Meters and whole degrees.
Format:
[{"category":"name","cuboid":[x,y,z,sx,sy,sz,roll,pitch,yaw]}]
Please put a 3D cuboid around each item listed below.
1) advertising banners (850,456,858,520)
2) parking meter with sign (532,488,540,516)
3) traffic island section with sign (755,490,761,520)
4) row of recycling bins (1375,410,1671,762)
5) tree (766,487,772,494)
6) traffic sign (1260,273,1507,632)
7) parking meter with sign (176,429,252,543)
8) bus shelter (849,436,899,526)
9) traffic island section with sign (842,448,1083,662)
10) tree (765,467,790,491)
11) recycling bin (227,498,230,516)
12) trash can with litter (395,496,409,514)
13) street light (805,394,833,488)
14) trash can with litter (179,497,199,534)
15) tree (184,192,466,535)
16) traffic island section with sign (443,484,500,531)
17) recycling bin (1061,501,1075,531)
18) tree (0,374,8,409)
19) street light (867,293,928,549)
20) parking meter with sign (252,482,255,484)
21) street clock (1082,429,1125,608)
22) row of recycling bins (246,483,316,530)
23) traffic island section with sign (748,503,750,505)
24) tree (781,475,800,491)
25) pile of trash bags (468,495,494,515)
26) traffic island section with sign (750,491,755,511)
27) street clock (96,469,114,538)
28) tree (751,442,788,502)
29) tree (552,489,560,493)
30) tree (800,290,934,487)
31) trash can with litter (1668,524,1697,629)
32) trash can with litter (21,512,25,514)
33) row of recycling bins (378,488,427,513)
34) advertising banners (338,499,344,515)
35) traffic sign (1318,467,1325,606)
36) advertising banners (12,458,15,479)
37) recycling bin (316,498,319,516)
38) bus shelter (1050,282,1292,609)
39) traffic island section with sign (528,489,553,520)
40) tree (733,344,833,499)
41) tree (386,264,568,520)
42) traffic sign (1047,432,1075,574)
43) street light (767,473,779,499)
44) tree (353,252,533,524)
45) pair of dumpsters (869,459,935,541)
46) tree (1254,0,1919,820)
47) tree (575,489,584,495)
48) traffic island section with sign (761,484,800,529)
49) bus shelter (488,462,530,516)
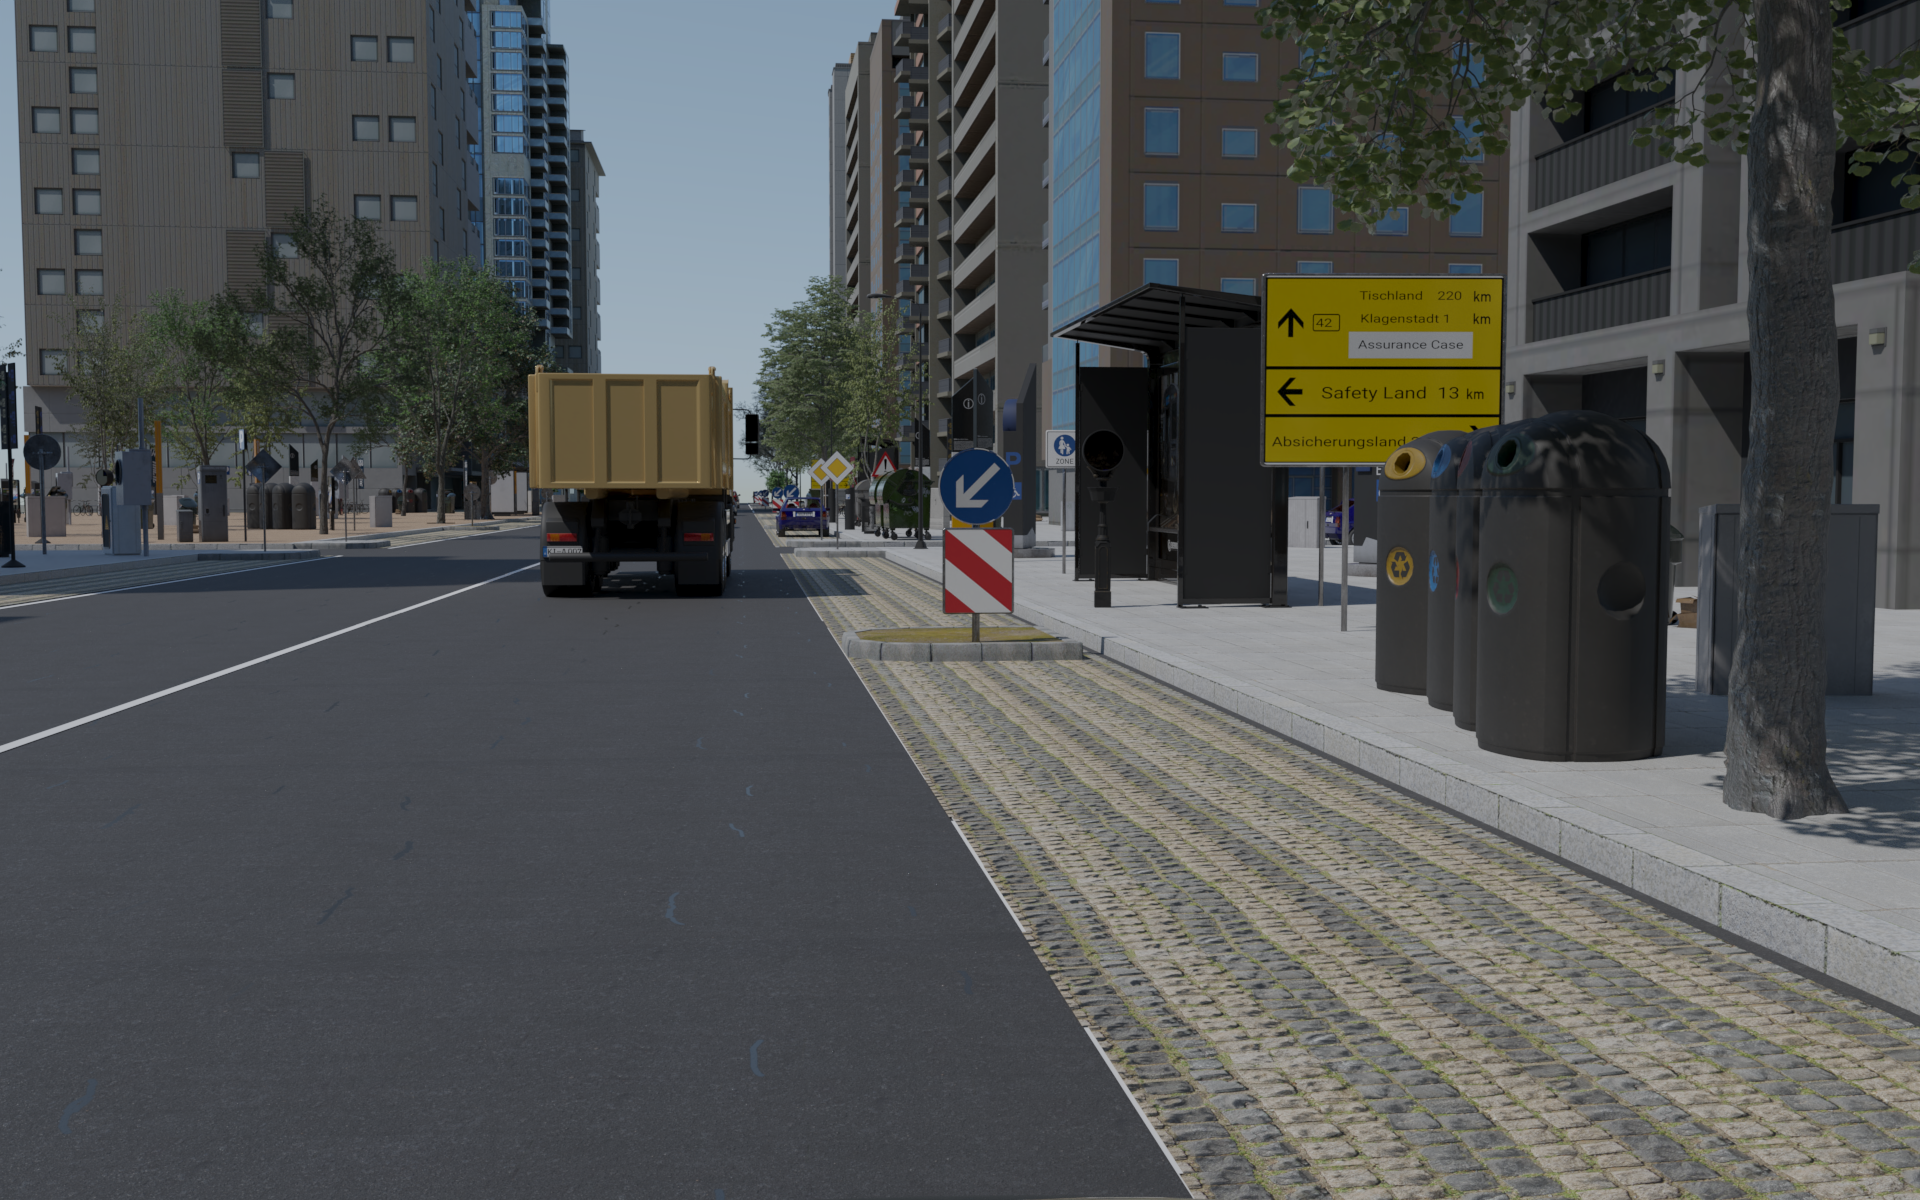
[{"category":"advertising banners","cuboid":[-4.651,-5.129,80.053,0.090,3.025,2.074,-2,4,-26]},{"category":"parking meter with sign","cuboid":[-25.568,-6.607,104.289,0.543,3.016,1.738,-1,4,-12]},{"category":"traffic island section with sign","cuboid":[-10.377,-5.433,97.454,1.989,1.847,2.006,0,4,-7]},{"category":"row of recycling bins","cuboid":[3.153,-0.174,9.964,1.069,1.692,3.534,0,4,3]},{"category":"tree","cuboid":[-27.135,-15.566,249.108,1.663,3.219,1.824,0,3,0]},{"category":"traffic sign","cuboid":[3.908,-1.358,16.069,2.265,3.308,0.079,0,4,-1]},{"category":"parking meter with sign","cuboid":[-20.006,-3.061,46.302,1.738,3.016,0.543,-2,4,-34]},{"category":"bus shelter","cuboid":[-3.641,-5.030,73.517,1.731,3.624,6.357,0,4,-7]},{"category":"traffic island section with sign","cuboid":[-0.053,-0.430,15.654,1.989,1.847,2.006,0,4,-7]},{"category":"tree","cuboid":[-21.783,-13.683,207.435,4.285,4.588,4.351,0,3,0]},{"category":"recycling bin","cuboid":[-43.499,-5.467,101.945,0.722,1.027,0.722,0,4,6]},{"category":"trash can with litter","cuboid":[-35.425,-6.021,109.835,0.624,1.170,1.055,0,4,3]},{"category":"street light","cuboid":[-6.519,-6.609,80.598,1.470,5.913,1.316,0,4,-7]},{"category":"trash can with litter","cuboid":[-25.046,-2.760,56.518,1.055,1.170,0.624,3,5,45]},{"category":"tree","cuboid":[-20.199,-7.338,54.383,8.767,10.594,7.601,0,4,-7]},{"category":"traffic island section with sign","cuboid":[-19.287,-3.659,68.445,1.989,1.847,2.006,0,4,-7]},{"category":"recycling bin","cuboid":[3.900,-2.899,59.956,0.722,1.027,0.722,0,4,-7]},{"category":"tree","cuboid":[-16.660,-2.649,27.025,4.285,4.588,4.351,0,3,0]},{"category":"street light","cuboid":[-1.456,-4.141,40.251,1.470,5.913,1.316,0,4,-7]},{"category":"parking meter with sign","cuboid":[-45.809,-7.085,112.098,0.543,3.016,1.738,-2,4,-23]},{"category":"street clock","cuboid":[1.615,-0.917,19.556,0.471,2.002,0.358,0,4,1]},{"category":"row of recycling bins","cuboid":[-24.772,-3.426,63.132,3.534,1.692,1.069,2,4,34]},{"category":"traffic island section with sign","cuboid":[-20.057,-10.121,174.102,1.989,1.847,2.006,0,4,-7]},{"category":"tree","cuboid":[-19.522,-12.331,196.213,1.663,3.219,1.824,0,3,0]},{"category":"pile of trash bags","cuboid":[-29.961,-6.061,108.850,1.912,1.369,3.447,-1,4,-13]},{"category":"traffic island section with sign","cuboid":[-16.681,-8.485,147.358,1.989,1.847,2.006,0,4,-7]},{"category":"street clock","cuboid":[-25.071,-2.828,50.814,0.471,2.002,0.358,1,4,20]},{"category":"tree","cuboid":[-29.488,-21.257,273.302,9.928,11.665,9.643,0,3,0]},{"category":"tree","cuboid":[-27.383,-7.450,116.410,1.663,3.219,1.824,0,3,0]},{"category":"tree","cuboid":[-3.136,-6.923,63.546,4.737,8.622,4.395,0,3,0]},{"category":"trash can with litter","cuboid":[6.965,-0.335,16.868,0.624,1.170,1.055,-3,5,-41]},{"category":"trash can with litter","cuboid":[-61.439,-6.208,112.554,1.678,1.210,2.233,-3,5,-41]},{"category":"row of recycling bins","cuboid":[-37.684,-6.724,117.044,1.069,1.692,3.534,3,5,39]},{"category":"advertising banners","cuboid":[-37.364,-6.625,104.505,0.090,3.025,2.074,0,4,-4]},{"category":"traffic sign","cuboid":[4.127,-1.078,19.749,0.606,2.300,0.079,0,4,-4]},{"category":"advertising banners","cuboid":[-46.374,-5.381,84.167,0.090,3.025,2.074,0,4,-4]},{"category":"recycling bin","cuboid":[-37.651,-5.374,100.412,0.722,1.027,0.722,1,4,9]},{"category":"bus shelter","cuboid":[2.565,-1.906,22.448,1.731,3.624,6.357,0,4,-7]},{"category":"traffic island section with sign","cuboid":[-22.664,-5.294,95.189,1.989,1.847,2.006,0,4,-7]},{"category":"tree","cuboid":[-13.377,-14.072,140.441,12.009,13.543,11.850,0,3,0]},{"category":"tree","cuboid":[-23.767,-10.384,86.787,9.611,12.733,9.660,0,3,0]},{"category":"traffic sign","cuboid":[1.674,-1.571,27.812,0.606,2.300,0.079,0,4,-5]},{"category":"street light","cuboid":[-21.397,-13.833,198.707,1.470,5.913,1.316,0,4,-7]},{"category":"tree","cuboid":[-22.380,-9.103,74.596,9.928,11.665,9.643,0,3,0]},{"category":"pair of dumpsters","cuboid":[-1.668,-2.892,49.779,1.574,2.255,4.437,0,4,-7]},{"category":"tree","cuboid":[2.955,-5.428,6.868,7.486,12.596,7.792,0,3,0]},{"category":"tree","cuboid":[-30.992,-9.078,143.021,1.663,3.219,1.824,0,3,0]},{"category":"traffic island section with sign","cuboid":[-7.008,-3.797,70.709,1.989,1.847,2.006,0,4,-7]},{"category":"bus shelter","cuboid":[-26.697,-6.606,101.926,2.014,3.302,5.546,0,4,-7]}]
